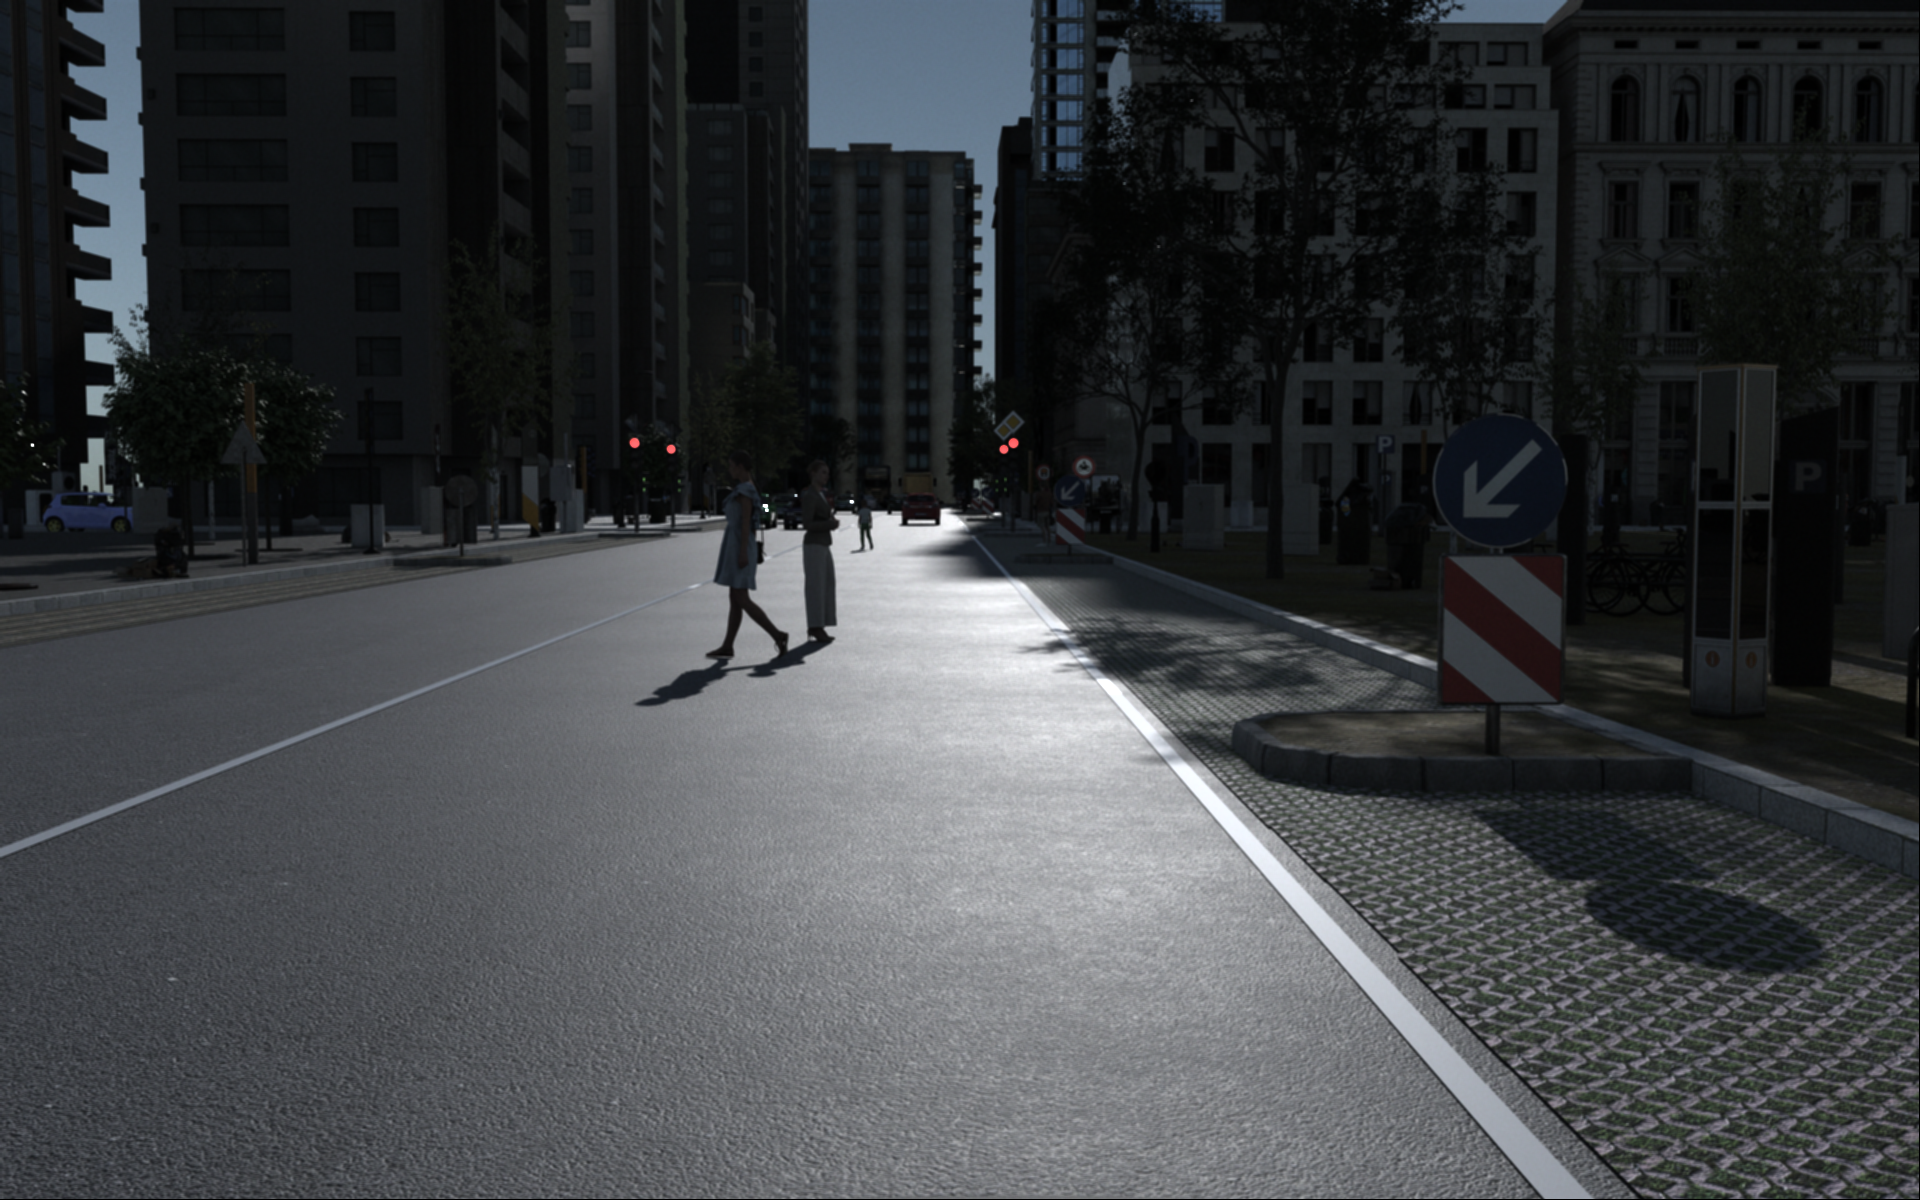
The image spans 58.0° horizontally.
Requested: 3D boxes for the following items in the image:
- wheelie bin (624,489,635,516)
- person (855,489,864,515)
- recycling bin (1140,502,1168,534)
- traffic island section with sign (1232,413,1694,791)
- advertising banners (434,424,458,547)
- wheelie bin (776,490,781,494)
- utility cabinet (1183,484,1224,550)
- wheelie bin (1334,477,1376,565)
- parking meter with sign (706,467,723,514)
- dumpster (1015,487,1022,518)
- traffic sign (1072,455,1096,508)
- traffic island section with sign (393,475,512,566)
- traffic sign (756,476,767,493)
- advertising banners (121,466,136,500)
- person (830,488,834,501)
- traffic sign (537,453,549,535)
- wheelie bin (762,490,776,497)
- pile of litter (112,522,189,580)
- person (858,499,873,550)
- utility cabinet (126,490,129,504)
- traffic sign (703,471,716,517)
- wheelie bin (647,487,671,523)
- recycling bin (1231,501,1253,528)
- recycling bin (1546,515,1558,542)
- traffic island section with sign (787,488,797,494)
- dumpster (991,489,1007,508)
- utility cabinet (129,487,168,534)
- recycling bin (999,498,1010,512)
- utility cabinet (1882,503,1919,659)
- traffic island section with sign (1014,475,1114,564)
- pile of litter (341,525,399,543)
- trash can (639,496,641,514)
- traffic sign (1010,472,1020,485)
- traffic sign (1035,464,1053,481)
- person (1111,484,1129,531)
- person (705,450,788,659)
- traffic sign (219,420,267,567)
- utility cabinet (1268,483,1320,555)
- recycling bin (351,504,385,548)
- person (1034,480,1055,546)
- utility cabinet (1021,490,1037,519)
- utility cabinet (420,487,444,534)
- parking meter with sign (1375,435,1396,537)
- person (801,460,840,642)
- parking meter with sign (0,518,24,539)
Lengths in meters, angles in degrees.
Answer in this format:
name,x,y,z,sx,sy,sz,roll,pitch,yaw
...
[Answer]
name,x,y,z,sx,sy,sz,roll,pitch,yaw
wheelie bin,-19.521,-5.788,102.549,0.693,1.594,0.980,-1,4,-17
person,-6.814,-6.709,118.376,0.419,1.800,0.721,-3,5,-40
recycling bin,6.304,-2.683,56.426,0.722,1.027,0.722,-1,4,-16
traffic island section with sign,2.523,-0.038,9.243,1.989,1.847,2.006,0,4,-1
advertising banners,-12.668,-2.841,42.641,0.090,3.025,2.074,-2,4,-29
wheelie bin,-14.248,-7.752,134.650,0.980,1.594,0.693,0,4,-5
utility cabinet,5.517,-1.874,39.326,0.318,1.500,1.173,-2,4,-28
wheelie bin,7.222,-1.450,31.624,0.693,1.594,0.980,1,4,19
parking meter with sign,-15.613,-7.054,111.590,0.543,3.016,1.738,2,4,26
dumpster,3.488,-5.248,91.555,1.264,1.857,1.865,0,4,-1
traffic sign,4.077,-3.476,56.945,0.768,2.556,0.104,0,4,3
traffic island section with sign,-10.180,-1.615,35.027,1.989,1.847,2.006,0,4,-1
traffic sign,-14.014,-7.464,122.148,0.768,2.556,0.104,0,4,5
advertising banners,-50.215,-6.620,104.431,2.074,3.025,0.090,2,4,35
person,-8.791,-6.667,117.633,0.709,1.813,0.853,2,4,26
traffic sign,-13.042,-3.261,53.423,0.768,2.556,0.104,1,4,8
wheelie bin,-13.912,-7.111,124.174,0.693,1.594,0.980,1,4,21
pile of litter,-12.424,-0.775,26.629,1.176,0.858,1.719,-1,4,-9
person,-2.422,-1.941,44.484,0.306,1.304,0.590,-2,4,-29
utility cabinet,-39.541,-4.511,82.433,0.318,1.500,1.173,-2,4,-25
traffic sign,-13.726,-5.790,94.778,0.768,2.556,0.104,0,4,1
wheelie bin,-13.275,-4.167,76.041,0.980,1.594,0.693,1,4,11
recycling bin,10.687,-3.247,65.641,0.722,1.027,0.722,1,4,21
recycling bin,16.172,-2.066,46.336,0.722,1.027,0.722,0,4,-8
traffic island section with sign,-11.380,-6.663,117.564,1.989,1.847,2.006,0,4,-1
dumpster,2.919,-7.567,129.478,1.264,1.857,1.865,0,4,-1
utility cabinet,-25.762,-2.841,55.121,0.318,1.500,1.173,1,4,19
recycling bin,3.198,-6.748,122.890,0.722,1.027,0.722,-1,4,-12
utility cabinet,7.607,-0.169,13.933,0.306,1.237,1.020,2,4,30
traffic island section with sign,2.137,-1.686,36.195,1.989,1.847,2.006,0,4,-1
pile of litter,-15.712,-1.965,46.100,1.719,0.858,1.176,-3,5,-43
trash can,-19.759,-5.733,105.384,0.748,1.137,0.748,0,3,0
traffic sign,3.001,-5.923,96.939,0.768,2.556,0.104,0,4,1
traffic sign,3.549,-4.464,73.098,0.768,2.556,0.104,0,4,4
person,5.887,-3.386,63.983,0.709,1.813,0.853,0,4,-7
person,-1.845,-0.397,15.084,0.778,1.811,0.616,1,4,15
traffic sign,-12.622,-1.865,30.493,0.884,2.594,0.081,0,4,7
utility cabinet,6.966,-1.679,36.135,0.318,1.500,1.173,-2,4,-35
recycling bin,-14.327,-1.796,41.911,0.722,1.027,0.722,-1,4,-15
person,2.304,-2.369,47.213,0.573,1.828,0.580,0,4,1
utility cabinet,3.619,-4.736,86.117,1.173,1.500,0.318,2,4,33
utility cabinet,-16.731,-2.830,54.950,0.318,1.500,1.173,0,4,6
parking meter with sign,12.851,-3.409,52.002,0.543,3.016,1.738,1,4,21
person,-1.341,-0.474,16.794,0.362,1.759,0.519,1,4,9
parking meter with sign,-27.751,-3.252,49.435,1.738,3.016,0.543,-1,4,-18
